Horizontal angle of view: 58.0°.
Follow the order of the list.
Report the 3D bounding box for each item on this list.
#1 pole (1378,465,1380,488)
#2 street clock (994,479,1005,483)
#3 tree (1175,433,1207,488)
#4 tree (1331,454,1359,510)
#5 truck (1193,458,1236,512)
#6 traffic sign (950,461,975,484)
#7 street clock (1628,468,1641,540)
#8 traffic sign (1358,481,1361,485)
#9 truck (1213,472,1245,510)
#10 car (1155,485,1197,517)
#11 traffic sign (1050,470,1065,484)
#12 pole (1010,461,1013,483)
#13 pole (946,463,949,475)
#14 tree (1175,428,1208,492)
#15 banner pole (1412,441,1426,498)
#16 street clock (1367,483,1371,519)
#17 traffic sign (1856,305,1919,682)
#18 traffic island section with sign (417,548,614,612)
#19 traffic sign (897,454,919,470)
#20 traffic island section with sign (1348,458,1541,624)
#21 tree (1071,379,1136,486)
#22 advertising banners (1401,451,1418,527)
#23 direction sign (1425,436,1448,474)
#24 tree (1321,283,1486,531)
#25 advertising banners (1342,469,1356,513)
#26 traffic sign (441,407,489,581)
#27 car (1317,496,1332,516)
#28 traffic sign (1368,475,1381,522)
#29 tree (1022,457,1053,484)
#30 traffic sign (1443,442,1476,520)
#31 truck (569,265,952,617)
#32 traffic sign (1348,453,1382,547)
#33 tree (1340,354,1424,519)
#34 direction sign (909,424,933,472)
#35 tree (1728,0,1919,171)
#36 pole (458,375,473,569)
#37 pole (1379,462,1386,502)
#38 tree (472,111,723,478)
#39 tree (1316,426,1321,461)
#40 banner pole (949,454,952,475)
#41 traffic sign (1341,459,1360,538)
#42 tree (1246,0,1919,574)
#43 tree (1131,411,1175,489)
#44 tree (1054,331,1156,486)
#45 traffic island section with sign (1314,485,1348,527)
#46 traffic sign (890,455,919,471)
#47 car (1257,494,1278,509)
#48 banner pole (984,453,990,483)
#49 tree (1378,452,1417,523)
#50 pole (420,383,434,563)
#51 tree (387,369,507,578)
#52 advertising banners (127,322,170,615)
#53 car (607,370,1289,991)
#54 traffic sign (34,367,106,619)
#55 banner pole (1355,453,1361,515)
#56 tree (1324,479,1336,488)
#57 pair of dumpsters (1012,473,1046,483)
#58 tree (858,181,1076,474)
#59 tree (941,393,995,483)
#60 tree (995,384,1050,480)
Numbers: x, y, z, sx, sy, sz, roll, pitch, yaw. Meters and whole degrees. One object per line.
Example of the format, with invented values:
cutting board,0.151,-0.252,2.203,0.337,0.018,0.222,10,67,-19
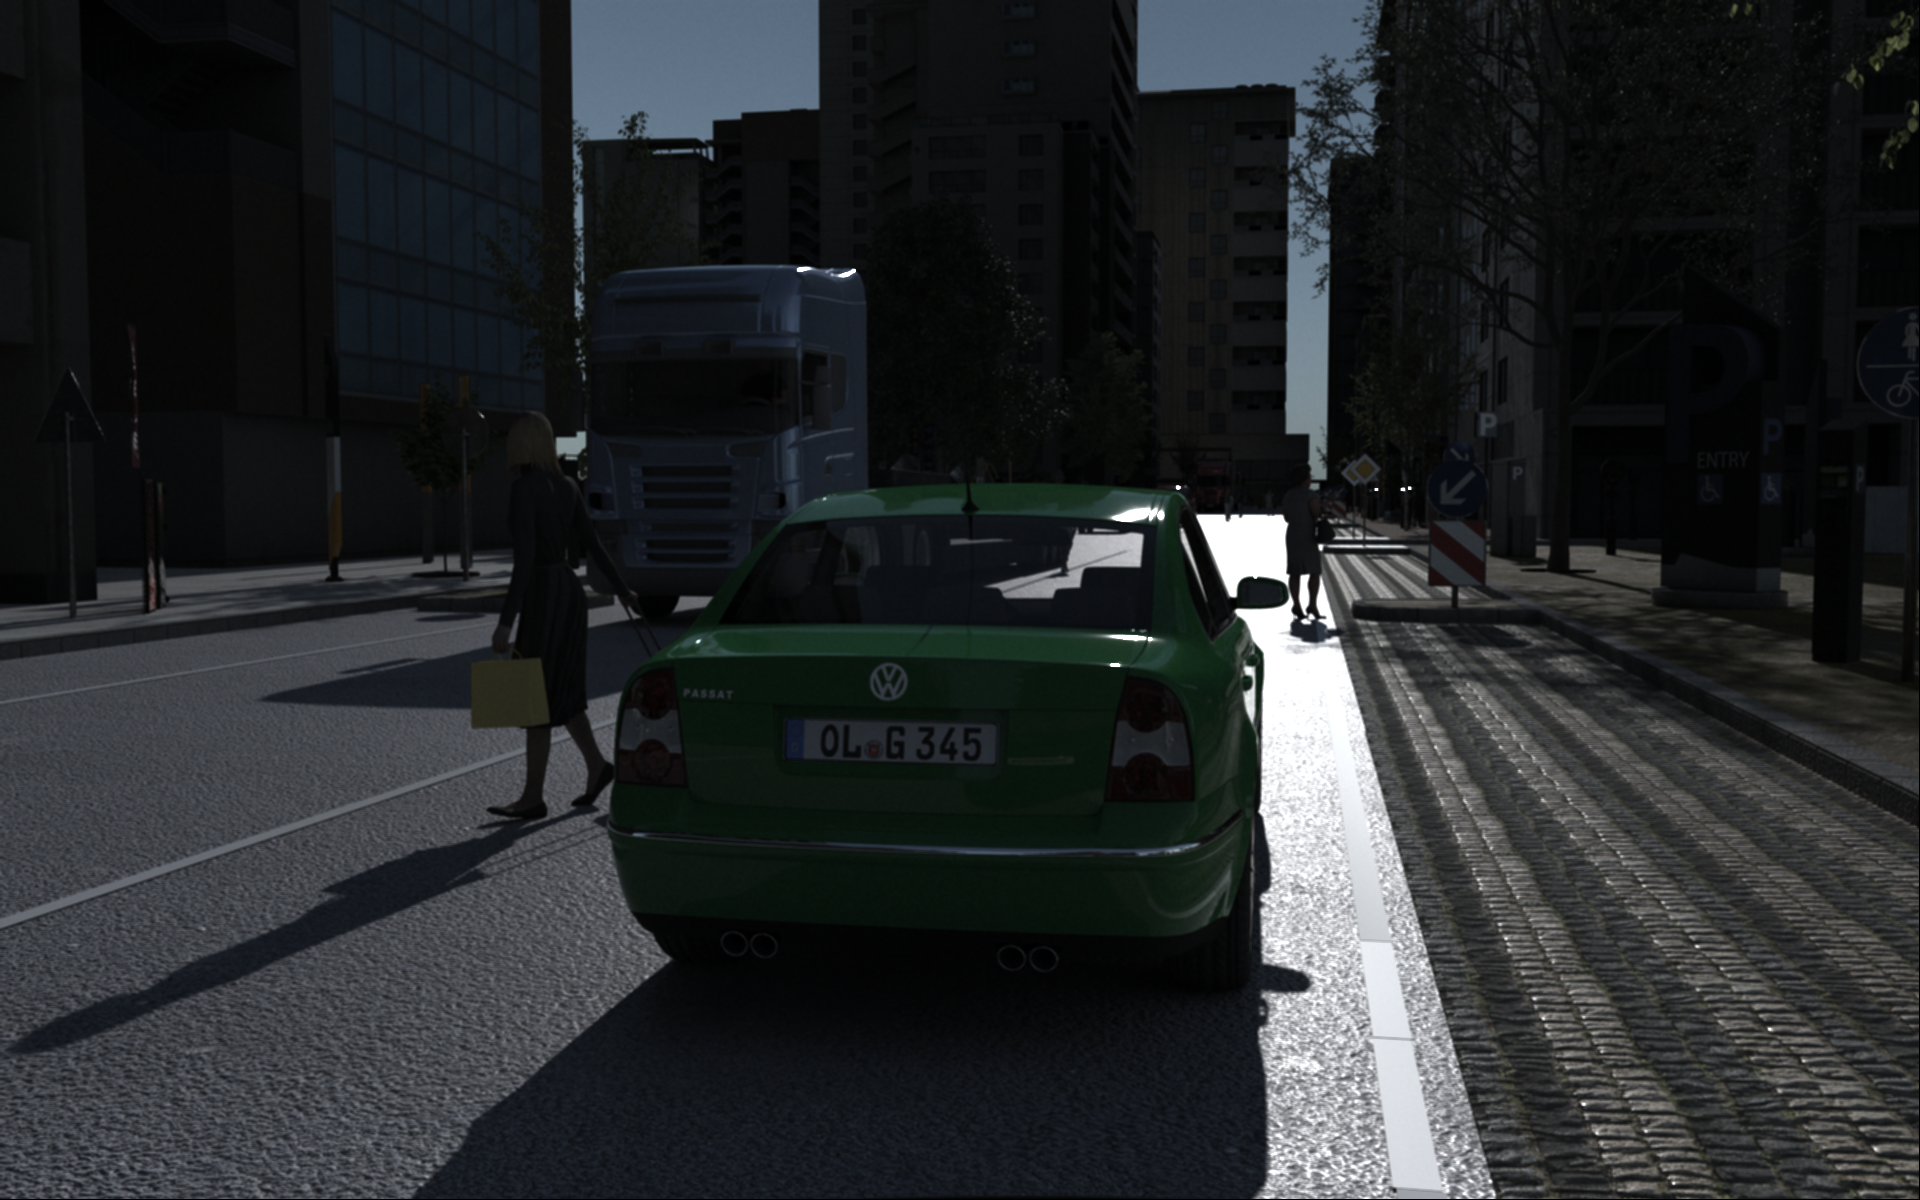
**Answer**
pole,29.122,-7.735,120.312,0.158,3.312,0.155,0,3,0
street clock,1.864,-4.725,81.824,0.471,2.002,0.358,-2,4,-25
tree,27.004,-15.444,202.870,4.737,8.622,4.395,0,3,0
tree,31.743,-9.572,140.218,4.285,4.588,4.351,0,3,0
truck,20.457,-9.148,138.475,2.839,4.237,11.283,1,4,13
traffic sign,0.072,-2.978,52.325,0.795,2.450,0.064,1,4,11
street clock,18.713,-2.662,48.098,0.358,2.002,0.471,1,4,9
traffic sign,23.581,-6.176,100.983,0.884,2.594,0.081,1,4,15
truck,23.780,-9.696,154.450,3.469,3.379,9.791,1,4,11
car,9.415,-4.176,76.948,2.281,1.827,5.304,1,4,11
traffic sign,5.130,-5.583,91.392,0.768,2.556,0.104,1,4,15
pole,3.173,-6.950,107.471,0.158,3.312,0.155,0,3,0
pole,-0.807,-7.413,115.044,0.158,3.312,0.155,0,3,0
tree,25.044,-14.797,192.297,4.360,8.622,3.978,0,3,0
banner pole,21.711,-5.605,81.666,0.863,3.779,0.401,-1,4,-14
street clock,20.773,-5.092,87.829,0.358,2.002,0.471,1,4,11
traffic sign,6.497,-0.715,11.795,0.768,2.556,0.104,1,4,19
traffic island section with sign,-5.521,-0.820,22.040,1.989,1.847,2.006,1,4,11
traffic sign,-1.680,-3.360,55.050,0.768,2.556,0.104,1,4,11
traffic island section with sign,5.594,-0.704,20.133,1.989,1.847,2.006,1,4,11
tree,9.221,-9.852,111.435,4.737,8.622,4.395,0,3,0
advertising banners,17.913,-4.458,69.081,0.090,3.025,2.074,0,4,-2
direction sign,18.717,-4.652,68.054,0.876,3.537,0.379,0,4,1
tree,15.717,-6.717,60.185,4.737,8.622,4.395,0,3,0
advertising banners,26.897,-7.563,119.849,0.090,3.025,2.074,3,4,38
traffic sign,-7.264,-1.547,25.394,0.768,2.556,0.104,1,4,15
car,23.069,-6.026,111.105,1.945,1.354,3.894,1,4,10
traffic sign,19.154,-4.927,80.565,0.884,2.594,0.081,1,4,17
tree,3.386,-5.410,83.049,1.663,3.219,1.824,0,3,0
traffic sign,12.132,-2.569,42.108,0.768,2.556,0.104,1,4,13
truck,-0.979,-2.254,26.613,2.967,4.110,18.799,1,4,13
traffic sign,9.873,-2.362,42.268,0.795,2.450,0.064,1,4,11
tree,22.148,-8.581,90.656,4.360,8.622,3.978,0,3,0
direction sign,-1.253,-3.920,56.086,0.876,3.537,0.379,2,4,30
tree,5.391,-3.499,7.574,4.360,8.622,3.978,0,3,0
pole,-8.505,-2.197,29.760,0.158,3.312,0.155,0,3,0
pole,24.140,-6.403,98.539,0.158,3.312,0.155,0,3,0
tree,-6.687,-5.038,32.742,4.737,8.622,4.395,0,3,0
tree,37.612,-13.613,172.941,4.737,8.622,4.395,0,3,0
banner pole,-0.517,-6.429,95.123,0.401,3.779,0.863,1,4,11
traffic sign,11.400,-2.842,50.106,0.795,2.450,0.064,1,4,11
tree,9.987,-7.198,28.055,12.009,13.543,11.850,0,3,0
tree,15.614,-12.060,147.537,4.360,8.622,3.978,0,3,0
tree,10.038,-12.425,121.278,7.486,12.596,7.792,0,3,0
traffic island section with sign,16.265,-4.055,74.920,1.989,1.847,2.006,1,4,11
traffic sign,-1.455,-2.498,44.487,0.795,2.450,0.064,1,4,11
car,29.535,-9.551,166.384,2.015,1.641,3.980,1,4,11
banner pole,1.558,-7.092,105.966,0.863,3.779,0.401,-2,4,-30
tree,19.155,-5.012,76.543,1.663,3.219,1.824,0,3,0
pole,-9.869,-2.336,32.044,0.158,3.312,0.155,0,3,0
tree,-8.169,-1.984,27.044,1.663,3.219,1.824,0,3,0
advertising banners,-8.785,-1.378,18.724,0.090,3.025,2.074,-1,4,-17
car,0.236,0.141,6.489,1.959,1.807,4.718,1,4,11
traffic sign,-9.129,-1.086,17.753,0.884,2.594,0.081,1,4,16
banner pole,24.532,-7.117,106.383,0.401,3.779,0.863,-1,4,-16
tree,39.168,-11.402,181.016,1.663,3.219,1.824,0,3,0
pair of dumpsters,3.157,-4.687,79.134,1.574,2.255,4.437,1,4,11
tree,-0.816,-8.994,64.053,9.611,12.733,9.660,0,3,0
tree,-0.702,-9.140,99.808,4.737,8.622,4.395,0,3,0
tree,4.047,-10.000,113.864,4.737,8.622,4.395,0,3,0
